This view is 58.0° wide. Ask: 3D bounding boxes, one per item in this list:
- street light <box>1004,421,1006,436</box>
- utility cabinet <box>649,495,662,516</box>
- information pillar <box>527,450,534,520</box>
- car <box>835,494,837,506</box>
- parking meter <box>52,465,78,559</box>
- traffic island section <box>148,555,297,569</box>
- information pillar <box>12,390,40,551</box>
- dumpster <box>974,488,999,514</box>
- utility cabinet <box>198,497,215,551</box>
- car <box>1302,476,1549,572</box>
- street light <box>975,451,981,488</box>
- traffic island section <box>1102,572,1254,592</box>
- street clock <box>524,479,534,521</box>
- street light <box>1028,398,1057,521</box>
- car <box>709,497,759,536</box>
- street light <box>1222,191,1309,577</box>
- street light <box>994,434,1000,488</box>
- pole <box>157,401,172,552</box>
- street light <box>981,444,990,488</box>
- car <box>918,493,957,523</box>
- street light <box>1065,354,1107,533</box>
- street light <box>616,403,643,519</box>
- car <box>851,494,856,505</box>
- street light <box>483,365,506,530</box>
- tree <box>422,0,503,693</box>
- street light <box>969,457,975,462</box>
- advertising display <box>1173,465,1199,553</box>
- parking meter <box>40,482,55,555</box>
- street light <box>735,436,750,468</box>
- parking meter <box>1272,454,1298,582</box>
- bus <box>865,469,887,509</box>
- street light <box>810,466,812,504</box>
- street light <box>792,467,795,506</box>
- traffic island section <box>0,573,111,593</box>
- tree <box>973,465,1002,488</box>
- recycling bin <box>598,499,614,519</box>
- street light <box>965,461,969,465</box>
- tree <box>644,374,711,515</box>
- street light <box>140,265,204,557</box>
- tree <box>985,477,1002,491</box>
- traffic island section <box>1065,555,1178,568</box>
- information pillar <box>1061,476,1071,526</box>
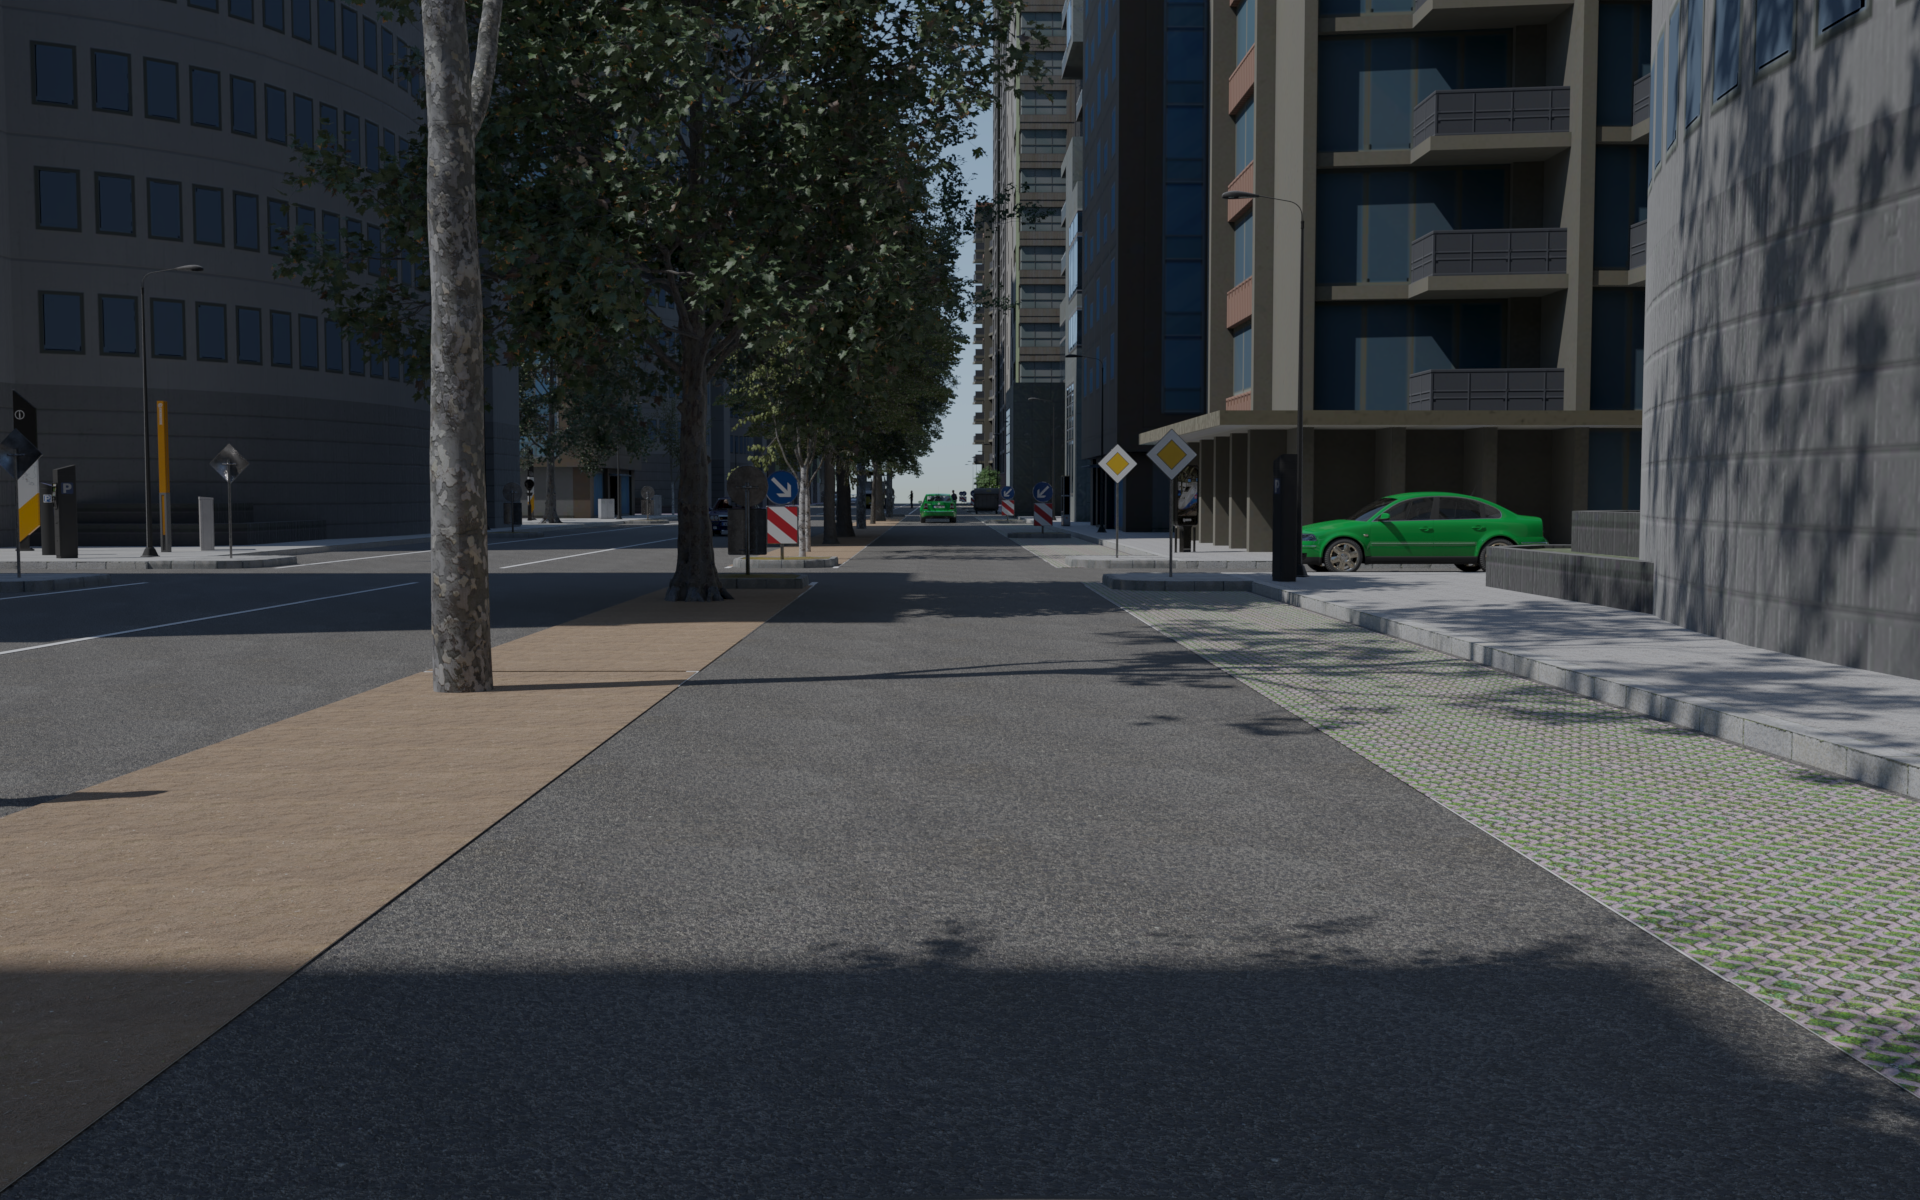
[{"bbox_3d":[3.473,-8.397,109.835,1.470,5.913,1.316,0,4,-1],"label":"street light"},{"bbox_3d":[-18.225,-5.659,103.692,0.306,1.237,1.020,1,4,18],"label":"utility cabinet"},{"bbox_3d":[-20.956,-5.699,84.528,0.183,3.616,0.504,1,4,14],"label":"information pillar"},{"bbox_3d":[-13.205,-10.368,181.321,2.131,1.459,4.920,0,4,1],"label":"car"},{"bbox_3d":[-17.837,-1.761,34.506,0.255,1.863,0.399,3,5,44],"label":"parking meter"},{"bbox_3d":[-14.566,-0.751,34.560,2.009,0.180,2.903,0,4,-1],"label":"traffic island section"},{"bbox_3d":[-20.996,-2.910,38.939,0.504,3.616,0.183,0,4,-5],"label":"information pillar"},{"bbox_3d":[1.879,-7.058,123.621,1.865,1.857,1.264,0,4,-1],"label":"dumpster"},{"bbox_3d":[-17.224,-1.740,39.612,0.306,1.237,1.020,-2,4,-25],"label":"utility cabinet"},{"bbox_3d":[8.077,-1.366,31.125,4.718,1.807,1.959,0,4,-1],"label":"car"},{"bbox_3d":[2.602,-13.053,185.960,1.470,5.913,1.316,0,4,-1],"label":"street light"},{"bbox_3d":[3.281,-0.277,26.807,2.009,0.180,2.903,0,4,-1],"label":"traffic island section"},{"bbox_3d":[-20.638,-4.798,83.021,0.471,2.002,0.358,-1,4,-15],"label":"street clock"},{"bbox_3d":[3.992,-6.800,83.729,1.470,5.913,1.316,0,4,-1],"label":"street light"},{"bbox_3d":[-7.815,-2.910,60.162,1.945,1.354,3.894,0,4,-2],"label":"car"},{"bbox_3d":[4.709,-3.312,26.699,1.470,5.913,1.316,0,4,-1],"label":"street light"},{"bbox_3d":[3.293,-9.859,133.743,1.470,5.913,1.316,0,4,-1],"label":"street light"},{"bbox_3d":[-17.491,-2.705,38.067,0.158,3.312,0.155,0,3,0],"label":"pole"},{"bbox_3d":[2.921,-11.456,159.851,1.470,5.913,1.316,0,4,-1],"label":"street light"},{"bbox_3d":[-1.114,-4.780,86.942,1.959,1.807,4.718,0,4,-2],"label":"car"},{"bbox_3d":[4.191,-5.203,57.618,1.470,5.913,1.316,0,4,-1],"label":"street light"},{"bbox_3d":[-16.711,-7.031,87.493,1.470,5.913,1.316,0,4,-1],"label":"street light"},{"bbox_3d":[-12.415,-11.573,201.218,2.014,1.417,4.499,0,4,-2],"label":"car"},{"bbox_3d":[-16.317,-5.434,61.386,1.470,5.913,1.316,0,4,-1],"label":"street light"},{"bbox_3d":[-2.389,-9.345,11.142,12.611,20.169,13.585,0,3,0],"label":"tree"},{"bbox_3d":[2.164,-14.946,216.907,1.470,5.913,1.316,0,4,-1],"label":"street light"},{"bbox_3d":[4.966,-2.014,38.137,0.123,1.923,0.974,3,4,36],"label":"advertising display"},{"bbox_3d":[-19.093,-1.710,36.370,0.372,1.533,0.369,0,3,0],"label":"parking meter"},{"bbox_3d":[-17.260,-10.092,137.547,1.470,5.913,1.316,0,4,-1],"label":"street light"},{"bbox_3d":[4.769,-1.207,25.442,0.255,1.863,0.399,-1,4,-11],"label":"parking meter"},{"bbox_3d":[-8.492,-11.052,172.243,2.896,3.916,12.252,0,3,0],"label":"bus"},{"bbox_3d":[-18.487,-15.164,220.469,1.470,5.913,1.316,0,4,-1],"label":"street light"},{"bbox_3d":[-18.122,-13.547,194.042,1.470,5.913,1.316,0,4,-1],"label":"street light"},{"bbox_3d":[-14.459,-0.263,26.576,2.009,0.180,2.903,0,4,-1],"label":"traffic island section"},{"bbox_3d":[3.151,-13.055,197.166,4.285,4.588,4.351,0,3,0],"label":"tree"},{"bbox_3d":[-18.213,-4.687,89.180,0.722,1.027,0.722,-1,4,-20],"label":"recycling bin"},{"bbox_3d":[1.770,-16.543,243.015,1.470,5.913,1.316,0,4,-1],"label":"street light"},{"bbox_3d":[-17.579,-9.593,107.212,4.360,8.622,3.978,0,3,0],"label":"tree"},{"bbox_3d":[-16.037,-3.837,35.276,1.470,5.913,1.316,0,4,-1],"label":"street light"},{"bbox_3d":[3.923,-12.199,194.047,1.663,3.219,1.824,0,3,0],"label":"tree"},{"bbox_3d":[3.174,-0.765,34.792,2.009,0.180,2.903,0,4,-1],"label":"traffic island section"},{"bbox_3d":[4.214,-3.943,68.967,0.304,2.012,0.304,-1,4,-14],"label":"information pillar"}]
